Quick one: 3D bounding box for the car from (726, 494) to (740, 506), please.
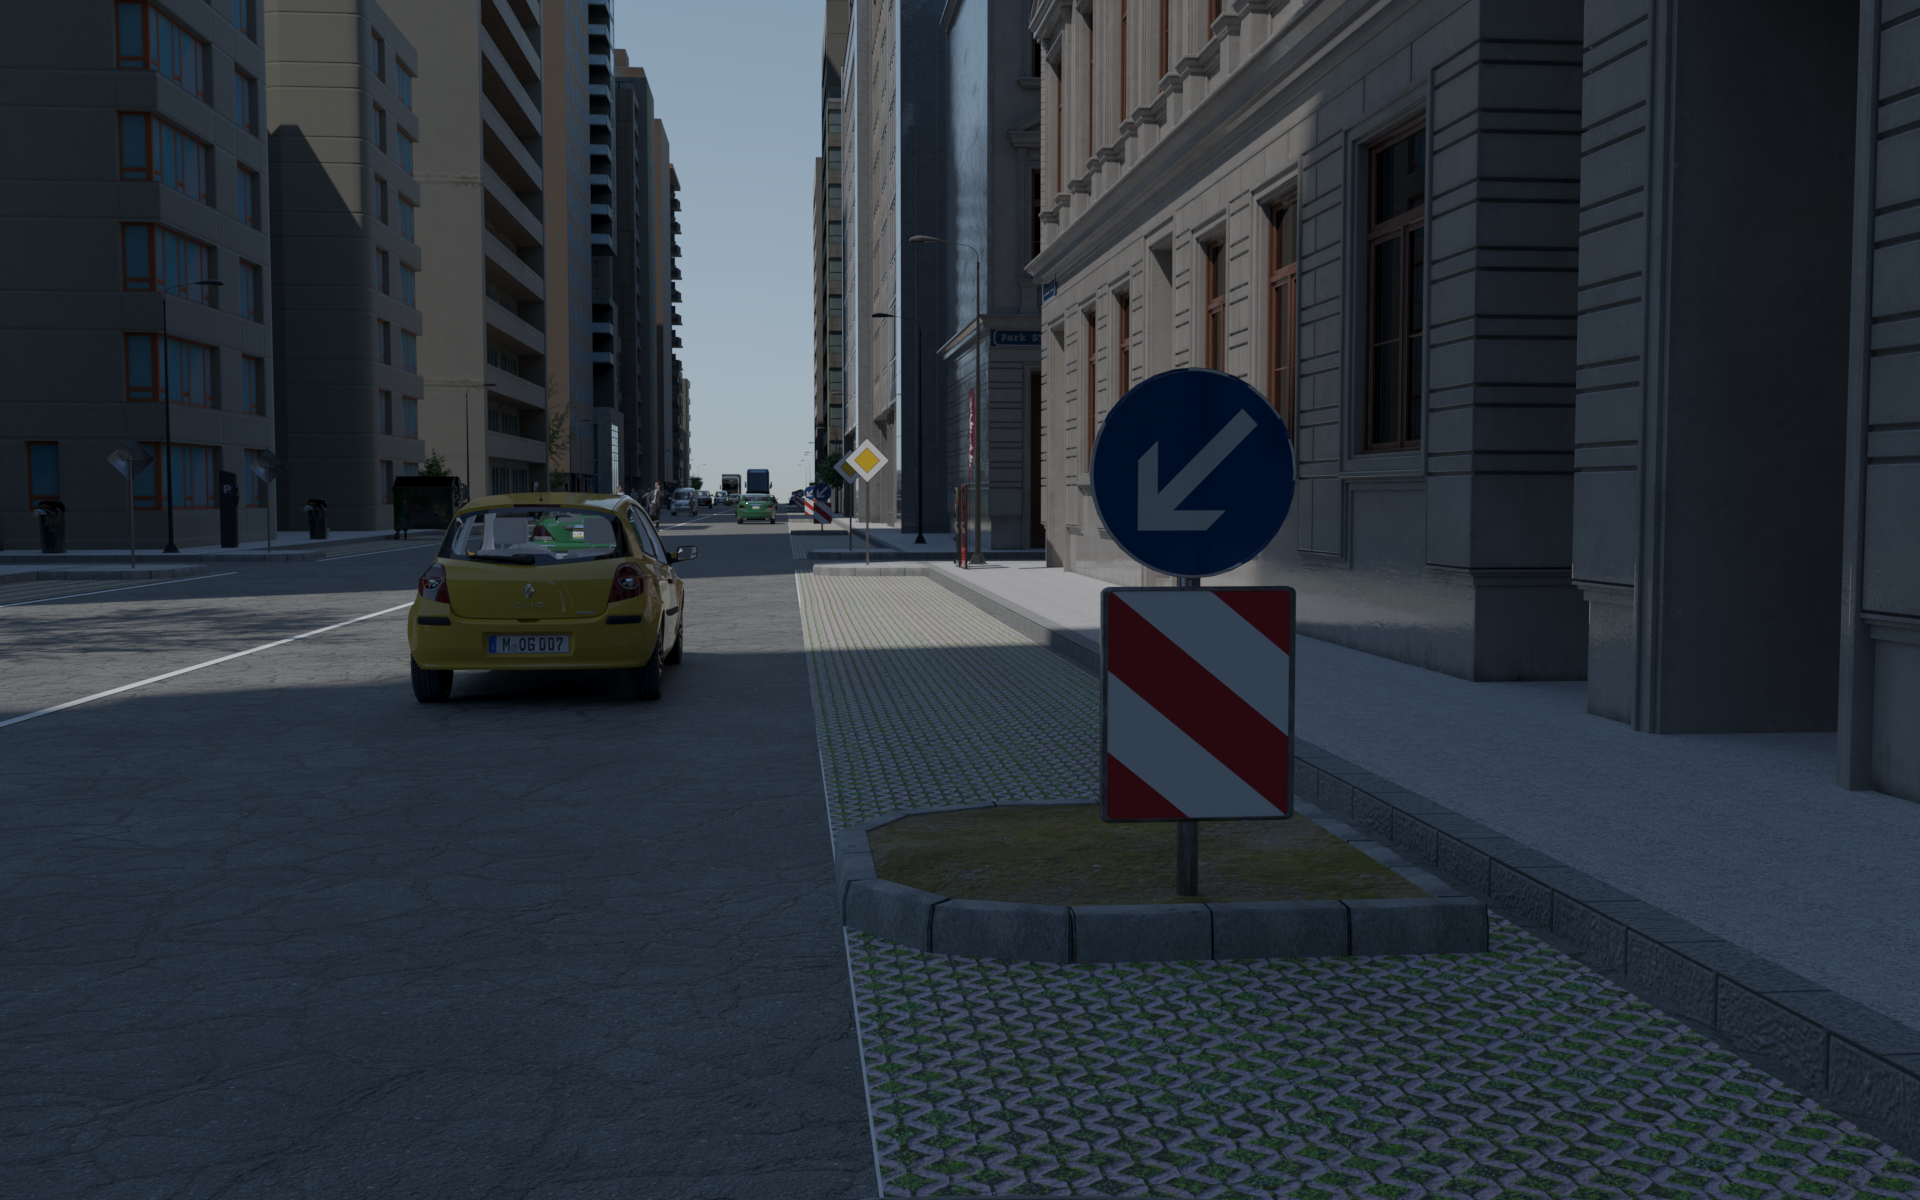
[{"bbox_3d":[-27.082,-12.098,208.023,2.015,1.641,3.980,0,4,-6],"label":"car"}]

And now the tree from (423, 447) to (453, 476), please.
[{"bbox_3d":[-22.049,-4.752,72.292,1.663,3.219,1.824,0,3,0],"label":"tree"}]

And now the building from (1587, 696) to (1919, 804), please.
[{"bbox_3d":[9.577,-10.038,0.276,11.583,22.565,21.152,0,4,-6],"label":"building"}]

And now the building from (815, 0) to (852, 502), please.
[{"bbox_3d":[-7.841,-47.572,216.049,20.563,71.187,20.611,0,4,-6],"label":"building"}]

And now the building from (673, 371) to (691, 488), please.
[{"bbox_3d":[-53.874,-24.875,251.745,27.650,21.520,28.899,0,4,-6],"label":"building"}]

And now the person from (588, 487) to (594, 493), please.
[{"bbox_3d":[-17.814,-4.534,83.226,0.643,1.750,0.593,0,4,4],"label":"person"}]

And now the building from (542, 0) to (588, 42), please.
[{"bbox_3d":[-33.230,-28.690,119.192,14.600,45.320,14.200,0,4,-6],"label":"building"}]

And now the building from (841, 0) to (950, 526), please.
[{"bbox_3d":[0.457,-16.437,86.763,12.078,24.808,19.932,0,4,-6],"label":"building"}]

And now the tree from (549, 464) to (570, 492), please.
[{"bbox_3d":[-25.941,-7.126,111.119,1.663,3.219,1.824,0,3,0],"label":"tree"}]

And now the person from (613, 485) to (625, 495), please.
[{"bbox_3d":[-15.863,-4.389,80.359,0.679,1.850,0.850,0,4,-7],"label":"person"}]

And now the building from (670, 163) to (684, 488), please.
[{"bbox_3d":[-47.256,-34.746,222.727,22.147,44.769,28.867,0,4,-6],"label":"building"}]

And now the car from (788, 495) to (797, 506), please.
[{"bbox_3d":[-20.461,-12.444,216.042,1.945,1.354,3.894,0,4,-7],"label":"car"}]

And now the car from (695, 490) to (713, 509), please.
[{"bbox_3d":[-25.629,-9.987,171.960,2.281,1.827,5.304,0,4,-7],"label":"car"}]

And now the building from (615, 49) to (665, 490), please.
[{"bbox_3d":[-38.810,-32.309,178.360,14.600,45.320,14.200,0,4,-6],"label":"building"}]

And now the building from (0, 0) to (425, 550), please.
[{"bbox_3d":[-33.462,-12.676,52.297,27.650,21.520,28.899,0,4,-6],"label":"building"}]

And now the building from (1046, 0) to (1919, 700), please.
[{"bbox_3d":[7.447,-11.323,21.280,11.583,22.565,21.152,0,4,-6],"label":"building"}]

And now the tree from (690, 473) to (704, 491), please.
[{"bbox_3d":[-41.641,-17.551,270.675,4.285,4.588,4.351,0,3,0],"label":"tree"}]

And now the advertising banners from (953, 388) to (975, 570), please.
[{"bbox_3d":[0.075,-2.042,29.580,0.090,3.025,2.074,-1,4,-8],"label":"advertising banners"}]

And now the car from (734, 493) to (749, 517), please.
[{"bbox_3d":[-13.512,-6.161,110.956,2.015,1.641,3.980,0,4,-5],"label":"car"}]

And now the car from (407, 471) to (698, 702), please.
[{"bbox_3d":[-3.067,-0.195,13.406,2.015,1.641,3.980,0,4,-6],"label":"car"}]

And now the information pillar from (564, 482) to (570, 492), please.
[{"bbox_3d":[-24.751,-6.398,109.091,0.304,2.012,0.304,0,4,1],"label":"information pillar"}]

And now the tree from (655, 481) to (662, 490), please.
[{"bbox_3d":[-33.264,-11.869,188.664,1.663,3.219,1.824,0,3,0],"label":"tree"}]

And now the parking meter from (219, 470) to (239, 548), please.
[{"bbox_3d":[-17.420,-2.177,41.303,0.399,1.863,0.255,-1,4,-11],"label":"parking meter"}]

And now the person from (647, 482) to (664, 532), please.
[{"bbox_3d":[-11.496,-3.526,65.509,0.648,1.900,0.474,-1,4,-14],"label":"person"}]

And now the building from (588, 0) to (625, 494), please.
[{"bbox_3d":[-38.537,-50.621,140.326,22.319,86.520,31.000,0,4,-6],"label":"building"}]

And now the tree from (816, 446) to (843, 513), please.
[{"bbox_3d":[-8.019,-8.155,117.041,4.285,4.588,4.351,0,3,0],"label":"tree"}]

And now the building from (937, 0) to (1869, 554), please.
[{"bbox_3d":[9.902,-12.769,44.923,21.152,22.565,11.583,0,4,-6],"label":"building"}]

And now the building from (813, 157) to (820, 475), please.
[{"bbox_3d":[-9.214,-37.558,237.775,21.300,48.544,21.600,0,4,-6],"label":"building"}]

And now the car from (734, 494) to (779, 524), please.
[{"bbox_3d":[-9.823,-4.389,83.565,2.131,1.459,4.920,0,4,-6],"label":"car"}]

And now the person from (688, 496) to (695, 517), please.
[{"bbox_3d":[-16.825,-5.865,108.667,0.640,1.303,0.475,2,4,34],"label":"person"}]

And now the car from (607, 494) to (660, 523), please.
[{"bbox_3d":[-6.216,-1.083,29.509,2.131,1.459,4.920,0,4,-7],"label":"car"}]

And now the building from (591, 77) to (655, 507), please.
[{"bbox_3d":[-36.773,-29.413,164.502,14.154,41.232,14.086,0,4,-6],"label":"building"}]

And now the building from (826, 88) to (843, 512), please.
[{"bbox_3d":[-2.787,-21.751,127.334,14.160,30.474,14.107,0,4,-6],"label":"building"}]

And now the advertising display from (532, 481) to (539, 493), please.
[{"bbox_3d":[-21.853,-5.132,89.121,0.123,1.923,0.974,0,4,0],"label":"advertising display"}]

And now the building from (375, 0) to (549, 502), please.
[{"bbox_3d":[-32.726,-28.208,84.903,21.300,48.544,21.600,0,4,-6],"label":"building"}]

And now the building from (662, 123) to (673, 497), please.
[{"bbox_3d":[-41.082,-33.738,201.731,14.600,45.320,14.200,0,4,-6],"label":"building"}]

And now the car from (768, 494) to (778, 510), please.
[{"bbox_3d":[-17.650,-8.981,158.838,2.014,1.417,4.499,0,4,-5],"label":"car"}]

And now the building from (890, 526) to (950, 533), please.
[{"bbox_3d":[3.062,-15.169,66.043,12.078,24.808,19.932,0,4,-6],"label":"building"}]

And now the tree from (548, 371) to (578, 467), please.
[{"bbox_3d":[-24.658,-9.237,101.387,4.737,8.622,4.395,0,3,0],"label":"tree"}]

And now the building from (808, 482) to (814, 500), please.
[{"bbox_3d":[-6.797,-34.886,262.272,32.217,40.220,23.993,0,4,-6],"label":"building"}]

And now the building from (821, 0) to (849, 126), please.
[{"bbox_3d":[-2.258,-33.136,165.474,21.300,48.544,21.600,0,4,-6],"label":"building"}]

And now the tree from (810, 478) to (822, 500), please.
[{"bbox_3d":[-17.006,-12.824,204.277,1.663,3.219,1.824,0,3,0],"label":"tree"}]
